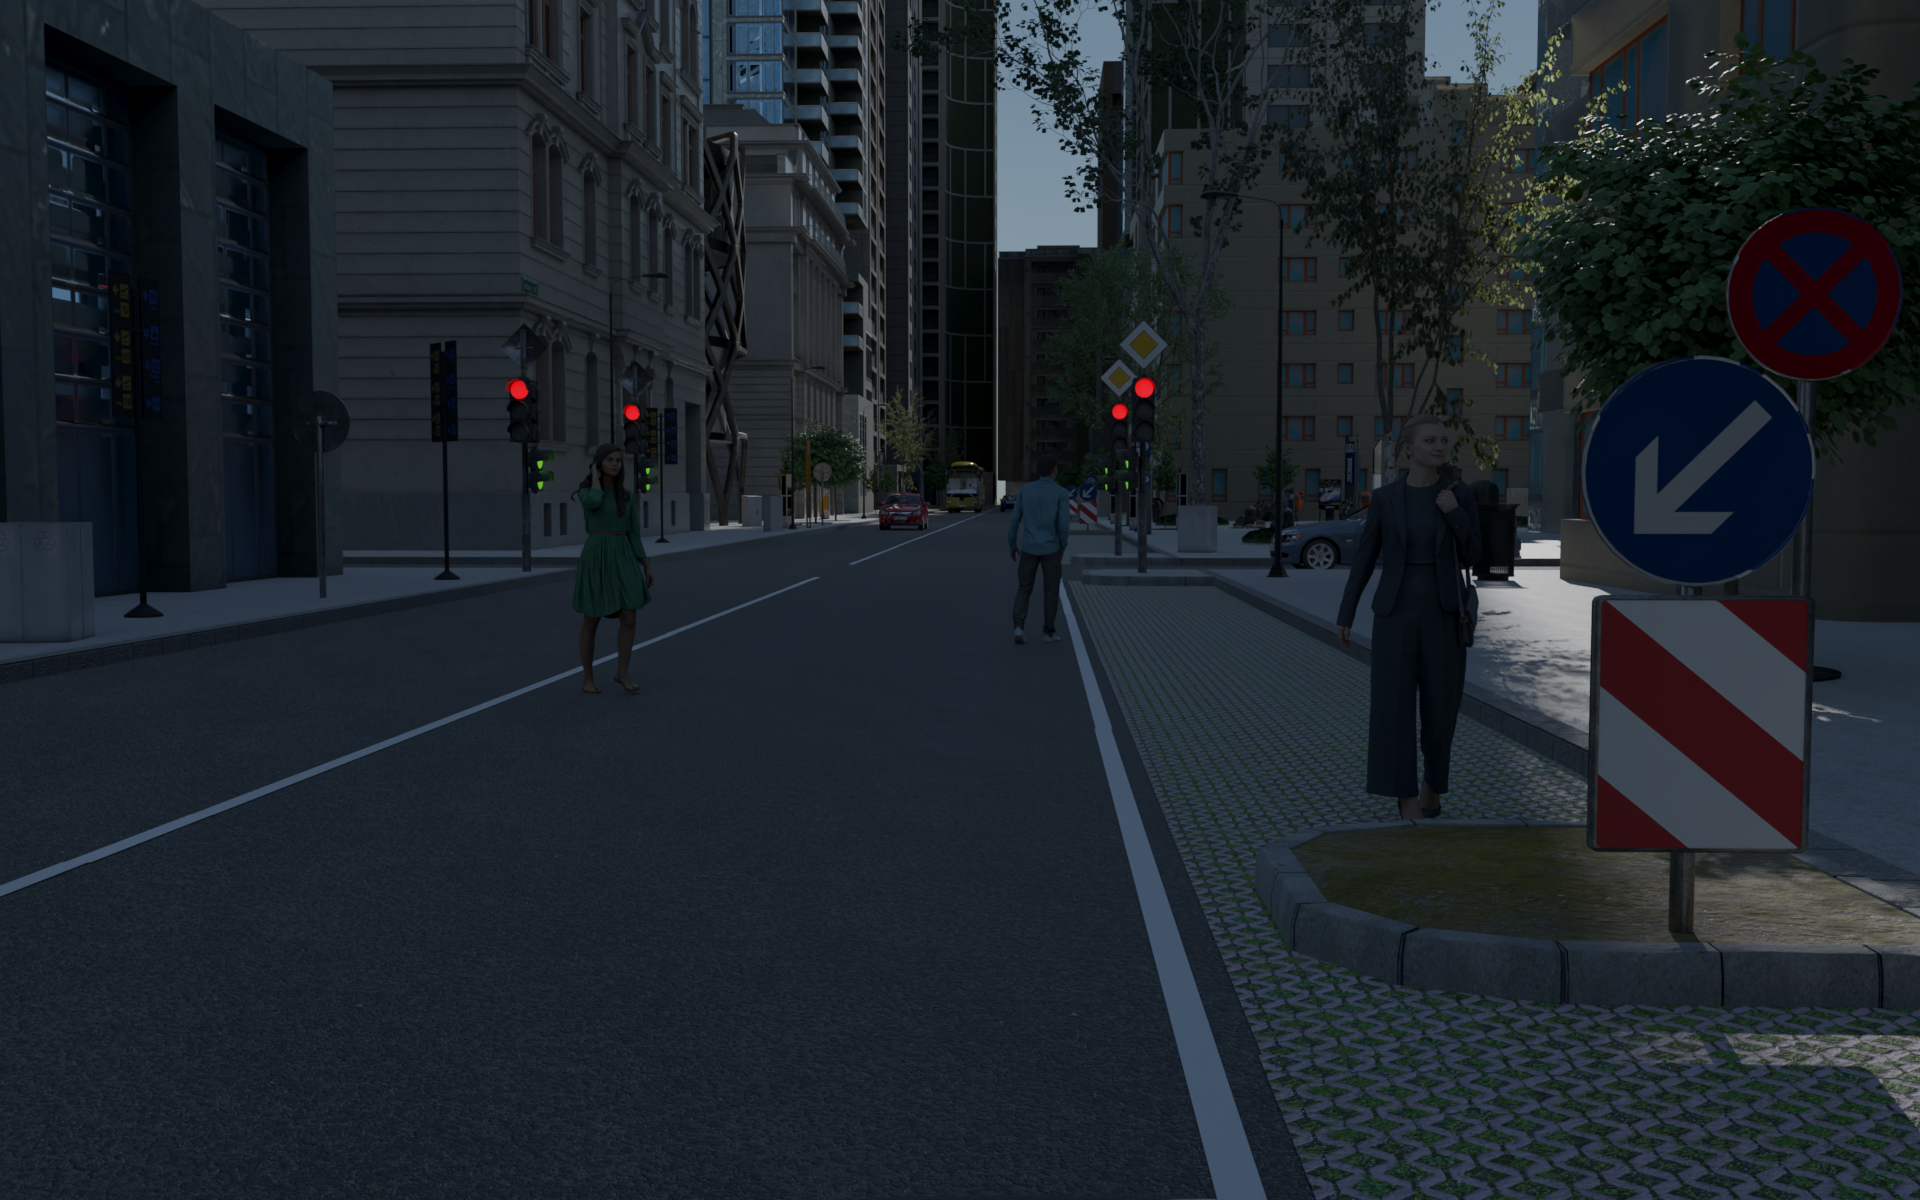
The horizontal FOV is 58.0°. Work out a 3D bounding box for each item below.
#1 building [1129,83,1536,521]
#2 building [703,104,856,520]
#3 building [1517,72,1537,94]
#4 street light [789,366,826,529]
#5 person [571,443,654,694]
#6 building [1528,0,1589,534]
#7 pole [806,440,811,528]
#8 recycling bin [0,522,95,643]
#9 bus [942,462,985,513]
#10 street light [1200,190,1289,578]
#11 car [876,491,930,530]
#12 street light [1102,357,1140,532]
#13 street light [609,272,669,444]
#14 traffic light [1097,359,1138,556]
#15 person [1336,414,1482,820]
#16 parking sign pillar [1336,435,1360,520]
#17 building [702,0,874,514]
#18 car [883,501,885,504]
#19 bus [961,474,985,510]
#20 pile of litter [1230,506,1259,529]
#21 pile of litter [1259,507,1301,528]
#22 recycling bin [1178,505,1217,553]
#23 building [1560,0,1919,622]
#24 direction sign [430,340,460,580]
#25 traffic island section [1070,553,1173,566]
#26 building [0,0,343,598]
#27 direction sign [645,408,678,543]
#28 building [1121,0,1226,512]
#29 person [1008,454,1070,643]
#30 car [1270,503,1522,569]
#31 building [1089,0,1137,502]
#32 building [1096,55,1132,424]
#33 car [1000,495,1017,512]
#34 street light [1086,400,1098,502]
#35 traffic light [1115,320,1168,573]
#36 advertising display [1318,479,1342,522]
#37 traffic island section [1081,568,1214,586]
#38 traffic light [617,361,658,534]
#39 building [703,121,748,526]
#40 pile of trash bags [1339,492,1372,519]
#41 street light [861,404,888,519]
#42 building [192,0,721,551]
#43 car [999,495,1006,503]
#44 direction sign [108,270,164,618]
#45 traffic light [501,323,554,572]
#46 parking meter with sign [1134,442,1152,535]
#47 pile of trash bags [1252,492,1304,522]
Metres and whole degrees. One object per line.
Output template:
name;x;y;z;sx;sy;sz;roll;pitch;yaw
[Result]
building;24.077;-15.360;96.174;27.650;21.520;28.899;0;4;2
building;-13.596;-15.562;96.247;13.314;21.916;24.055;0;4;2
building;70.348;-31.566;170.722;28.867;44.769;22.147;0;4;2
street light;-5.550;-5.528;62.918;1.470;5.913;1.316;0;4;2
person;-2.525;-0.226;12.449;0.529;1.795;0.600;3;5;42
building;31.638;-26.145;47.078;30.456;49.044;23.786;0;4;2
pole;-5.706;-4.361;65.148;0.158;3.312;0.155;0;3;0
recycling bin;-8.103;-0.163;15.223;0.722;1.027;0.722;-1;4;-9
bus;0.440;-8.824;135.818;2.896;3.916;12.252;0;4;3
street light;4.374;-3.309;26.639;1.470;5.913;1.316;0;4;2
car;-2.264;-3.734;70.084;2.155;1.783;4.494;0;4;2
street light;5.540;-5.268;58.674;1.470;5.913;1.316;0;4;2
street light;-6.779;-3.906;36.404;1.470;5.913;1.316;0;4;2
traffic light;3.289;-2.886;36.104;0.839;4.253;0.868;0;4;2
person;1.957;0.087;7.492;0.576;1.772;0.534;0;4;-7
parking sign pillar;18.045;-5.579;79.682;1.447;3.967;1.447;2;4;25
building;-17.077;-49.735;125.845;22.319;86.520;31.000;0;4;2
car;-2.582;-4.329;80.367;1.945;1.707;3.694;0;4;2
bus;0.666;-10.000;155.042;2.896;3.916;12.252;0;4;4
pile of litter;10.926;-3.098;64.614;1.719;0.858;1.176;1;4;10
pile of litter;10.797;-2.600;56.474;1.719;0.858;1.176;0;4;-1
recycling bin;5.238;-1.568;38.190;0.722;1.027;0.722;2;4;23
building;22.301;-10.128;10.632;27.650;21.520;28.899;0;4;2
direction sign;-7.695;-2.073;25.886;0.379;3.537;0.876;-3;5;-40
traffic island section;3.329;-0.852;36.216;2.009;0.180;2.903;0;4;2
building;-25.776;-42.923;14.460;31.000;86.520;22.319;0;4;2
direction sign;-7.850;-3.275;45.551;0.876;3.537;0.379;-2;4;-26
building;21.619;-42.140;127.244;20.563;71.187;20.611;0;4;2
person;0.743;-0.500;16.692;0.660;1.820;0.620;1;4;20
car;7.993;-1.221;31.968;4.499;1.417;2.014;0;4;1
building;23.187;-51.365;152.490;22.319;86.520;31.000;0;4;2
building;21.128;-32.190;176.413;14.600;45.320;14.200;0;4;2
car;4.179;-7.786;139.888;1.945;1.354;3.894;0;4;4
street light;6.865;-6.866;84.802;1.470;5.913;1.316;0;4;2
traffic light;2.952;-2.398;28.126;0.839;4.253;0.868;0;4;2
advertising display;16.121;-4.297;75.465;0.974;1.923;0.123;1;4;18
traffic island section;2.991;-0.364;28.238;2.009;0.180;2.903;0;4;2
traffic light;-6.814;-2.911;36.514;0.839;4.253;0.868;0;4;2
building;-17.405;-12.419;70.500;16.820;18.784;16.811;0;4;2
pile of trash bags;15.558;-3.480;66.658;1.912;1.369;3.447;1;4;14
street light;-4.409;-7.126;89.053;1.470;5.913;1.316;0;4;2
building;-15.543;-16.045;49.729;14.401;28.519;23.554;0;4;2
car;4.743;-9.244;163.498;2.083;1.381;4.827;0;4;1
direction sign;-8.530;-1.590;17.994;0.379;3.537;0.876;0;4;6
traffic light;-7.151;-2.423;28.536;0.839;4.253;0.868;0;4;2
parking meter with sign;5.892;-3.622;55.487;0.543;3.016;1.738;0;4;1
pile of trash bags;15.012;-4.353;80.928;1.912;1.369;3.447;3;5;42
